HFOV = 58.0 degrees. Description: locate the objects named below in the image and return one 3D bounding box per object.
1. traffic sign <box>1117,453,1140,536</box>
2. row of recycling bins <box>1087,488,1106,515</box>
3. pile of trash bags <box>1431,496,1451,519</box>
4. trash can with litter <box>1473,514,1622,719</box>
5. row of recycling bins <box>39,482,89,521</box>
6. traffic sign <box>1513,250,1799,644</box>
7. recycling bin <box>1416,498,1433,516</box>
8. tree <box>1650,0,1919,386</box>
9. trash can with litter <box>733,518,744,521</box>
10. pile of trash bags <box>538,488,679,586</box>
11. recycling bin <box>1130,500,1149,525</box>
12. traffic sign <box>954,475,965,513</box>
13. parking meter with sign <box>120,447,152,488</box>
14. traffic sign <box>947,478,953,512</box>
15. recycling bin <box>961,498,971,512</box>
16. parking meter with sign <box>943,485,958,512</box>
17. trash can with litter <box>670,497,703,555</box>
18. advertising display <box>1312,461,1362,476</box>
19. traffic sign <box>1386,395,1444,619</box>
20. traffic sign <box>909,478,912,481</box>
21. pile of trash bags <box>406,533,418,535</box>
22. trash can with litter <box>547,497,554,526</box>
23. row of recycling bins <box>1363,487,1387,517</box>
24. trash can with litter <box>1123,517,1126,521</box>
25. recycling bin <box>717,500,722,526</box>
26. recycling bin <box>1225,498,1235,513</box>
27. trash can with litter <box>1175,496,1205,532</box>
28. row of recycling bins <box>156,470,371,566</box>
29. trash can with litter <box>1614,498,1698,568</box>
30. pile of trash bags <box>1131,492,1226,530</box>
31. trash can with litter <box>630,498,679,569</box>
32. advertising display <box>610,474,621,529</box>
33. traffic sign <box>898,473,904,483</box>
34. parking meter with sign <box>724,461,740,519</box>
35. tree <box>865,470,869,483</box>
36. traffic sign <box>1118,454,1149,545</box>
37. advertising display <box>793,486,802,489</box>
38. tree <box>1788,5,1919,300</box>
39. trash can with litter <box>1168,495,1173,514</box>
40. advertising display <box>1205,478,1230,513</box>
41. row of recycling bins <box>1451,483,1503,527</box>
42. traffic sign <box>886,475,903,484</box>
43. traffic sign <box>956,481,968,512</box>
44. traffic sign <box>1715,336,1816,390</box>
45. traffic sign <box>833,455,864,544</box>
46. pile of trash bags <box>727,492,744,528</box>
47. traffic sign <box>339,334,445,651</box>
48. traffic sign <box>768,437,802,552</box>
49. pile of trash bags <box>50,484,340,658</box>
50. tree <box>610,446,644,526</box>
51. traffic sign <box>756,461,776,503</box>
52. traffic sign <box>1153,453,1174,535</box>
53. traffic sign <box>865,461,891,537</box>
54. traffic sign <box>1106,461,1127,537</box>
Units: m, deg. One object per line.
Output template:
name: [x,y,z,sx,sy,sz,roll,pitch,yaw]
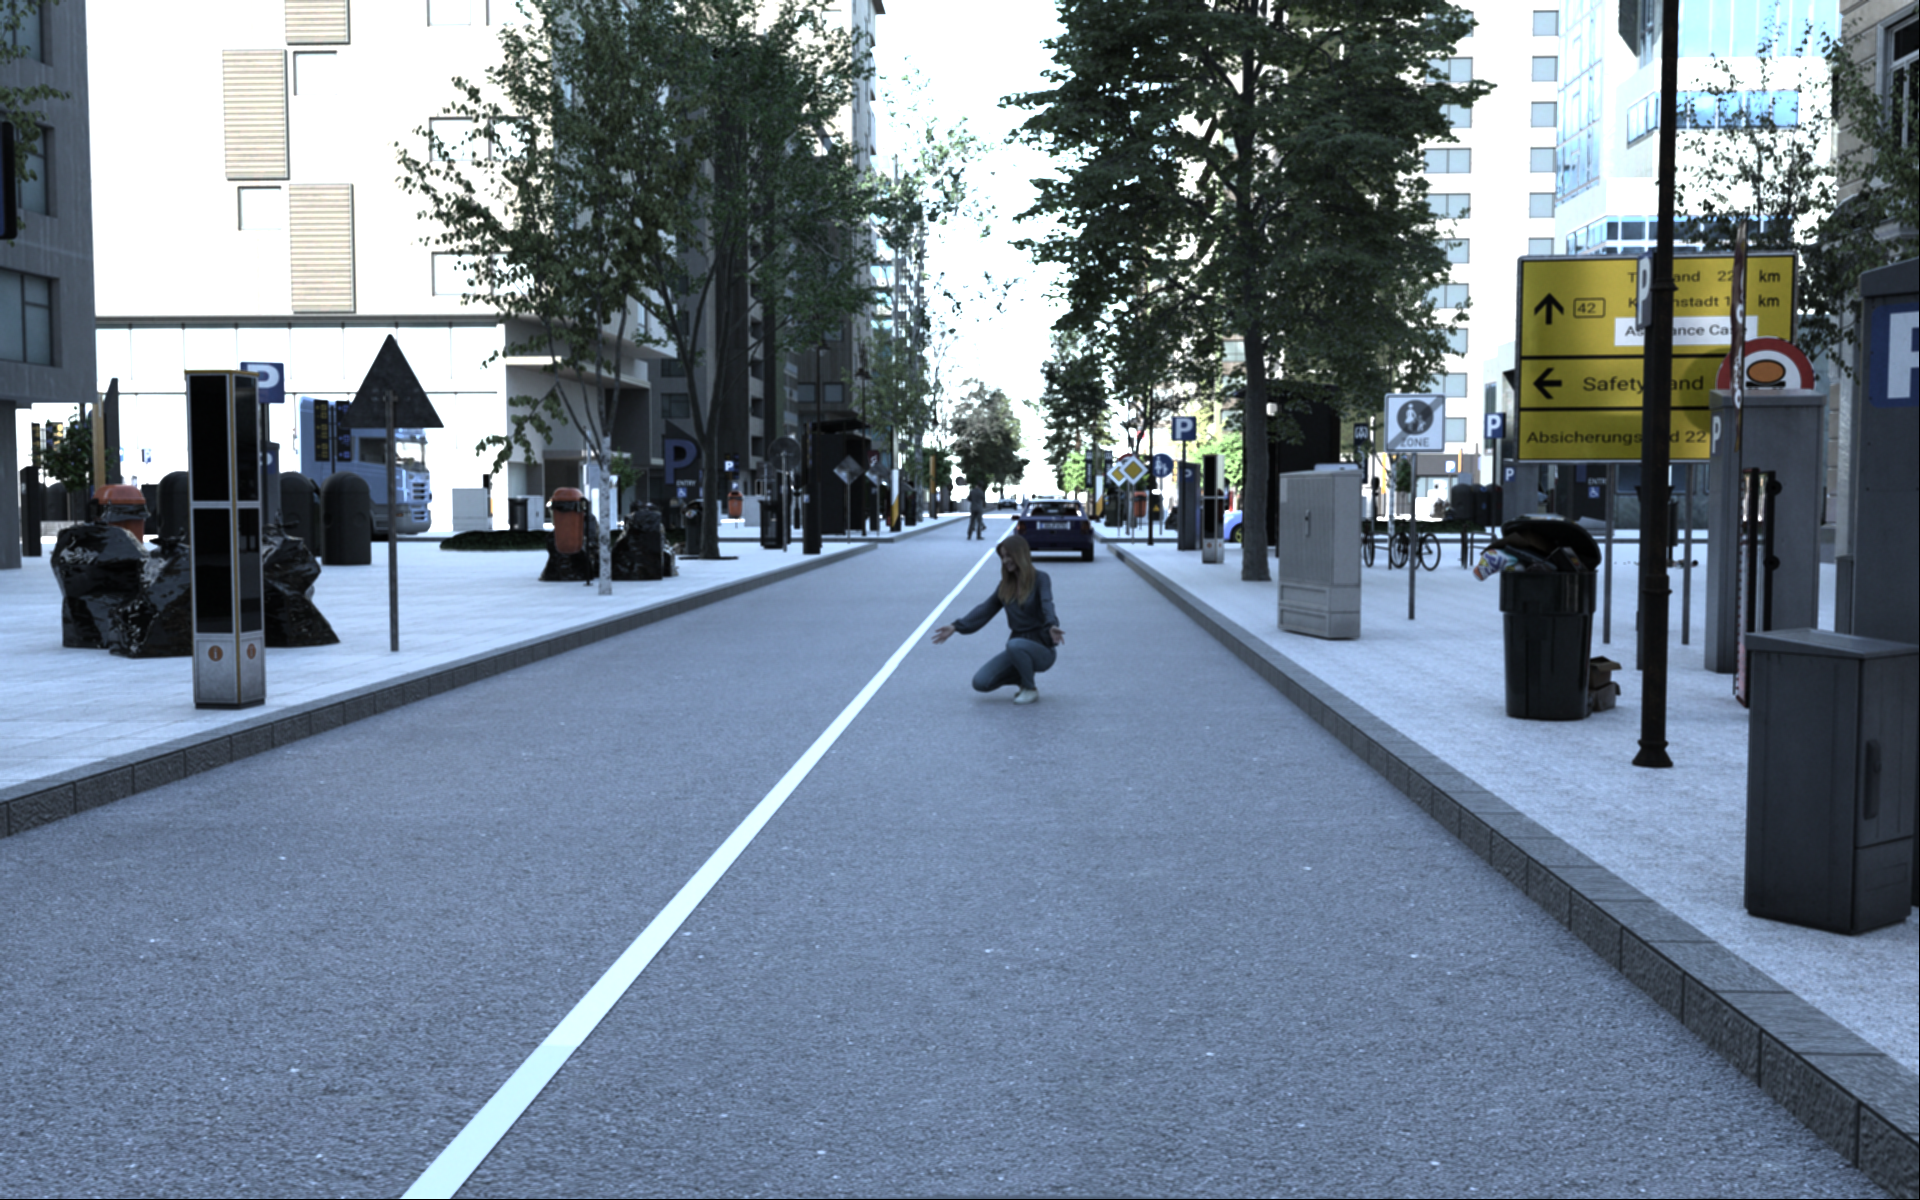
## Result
traffic sign: [5.194,-3.257,53.355,0.768,2.556,0.104,0,4,6]
row of recycling bins: [8.359,-5.927,104.013,1.069,1.692,3.534,1,4,16]
pile of trash bags: [25.237,-4.788,88.032,1.912,1.369,3.447,0,4,0]
trash can with litter: [3.484,0.075,10.166,0.624,1.170,1.055,3,4,37]
row of recycling bins: [-29.649,-3.114,58.029,3.534,1.692,1.069,0,4,6]
traffic sign: [5.873,-1.275,14.722,2.265,3.308,0.079,1,4,9]
recycling bin: [26.783,-5.348,100.000,0.722,1.027,0.722,-2,4,-31]
tree: [12.748,-4.678,26.850,4.360,8.622,3.978,0,3,0]
trash can with litter: [-9.829,-4.343,82.061,2.233,1.210,1.678,-2,4,-26]
pile of trash bags: [-5.370,-0.977,25.719,1.912,1.369,3.447,0,4,4]
recycling bin: [7.434,-3.629,71.896,0.722,1.027,0.722,1,4,13]
traffic sign: [-0.017,-7.216,118.085,0.768,2.556,0.104,1,4,12]
parking meter with sign: [-32.000,-4.299,66.545,1.738,3.016,0.543,0,4,6]
traffic sign: [-0.857,-7.502,122.762,0.768,2.556,0.104,0,4,5]
recycling bin: [0.528,-6.683,121.825,0.722,1.027,0.722,3,5,40]
parking meter with sign: [-1.010,-7.877,125.047,1.738,3.016,0.543,-2,4,-34]
trash can with litter: [-5.724,-1.533,36.447,0.624,1.170,1.055,-3,5,-41]
advertising display: [7.447,-1.777,34.274,0.974,1.923,0.123,2,4,29]
traffic sign: [4.623,-0.950,17.666,0.606,2.300,0.079,0,4,7]
traffic sign: [-2.781,-6.476,105.991,0.768,2.556,0.104,1,4,9]
pile of trash bags: [-18.829,-2.728,54.350,3.447,1.369,1.912,-1,4,-18]
trash can with litter: [-15.706,-3.481,68.309,1.055,1.170,0.624,-3,5,-44]
row of recycling bins: [23.036,-5.484,96.775,1.069,1.692,3.534,0,4,2]
trash can with litter: [7.758,-4.391,83.182,0.624,1.170,1.055,-1,4,-22]
recycling bin: [-10.021,-3.489,69.606,0.722,1.027,0.722,-1,4,-23]
recycling bin: [17.420,-6.112,112.487,0.722,1.027,0.722,3,5,39]
trash can with litter: [7.332,-2.656,54.815,1.055,1.170,0.624,2,4,23]
row of recycling bins: [-12.347,-1.450,30.819,3.534,1.692,1.069,-2,4,-24]
trash can with litter: [12.595,-1.216,30.931,1.678,1.210,2.233,1,4,20]
pile of trash bags: [7.817,-3.190,61.915,3.447,1.369,1.912,0,4,-3]
trash can with litter: [-5.662,-1.094,28.952,2.233,1.210,1.678,-1,4,-23]
advertising display: [-11.446,-3.157,56.837,0.974,1.923,0.123,3,5,44]
traffic sign: [-3.429,-5.713,93.410,0.884,2.594,0.081,1,4,9]
parking meter with sign: [-11.775,-5.727,89.894,0.543,3.016,1.738,-1,4,-22]
tree: [-6.721,-7.689,120.318,1.663,3.219,1.824,0,3,0]
traffic sign: [4.391,-2.465,43.940,0.795,2.450,0.064,0,4,3]
advertising display: [-9.731,-6.096,104.875,0.974,1.923,0.123,1,4,20]
tree: [12.068,-4.262,20.047,4.737,8.622,4.395,0,3,0]
trash can with litter: [14.299,-6.830,122.734,1.678,1.210,2.233,2,4,33]
advertising display: [10.522,-4.011,70.798,0.974,1.923,0.123,1,4,21]
row of recycling bins: [20.696,-3.746,68.366,3.534,1.692,1.069,-2,4,-33]
traffic sign: [-3.339,-5.381,87.983,0.884,2.594,0.081,0,4,6]
traffic sign: [0.151,-7.403,121.037,0.884,2.594,0.081,1,4,9]
traffic sign: [6.511,-0.855,14.087,0.768,2.556,0.104,0,4,8]
traffic sign: [-2.844,-2.487,44.298,0.795,2.450,0.064,0,4,3]
pile of trash bags: [-9.791,-3.358,64.662,3.447,1.369,1.912,0,4,-2]
traffic sign: [-4.618,-0.861,14.076,0.884,2.594,0.081,0,4,6]
traffic sign: [-3.887,-2.343,38.413,0.768,2.556,0.104,1,4,9]
pile of trash bags: [-6.938,-0.332,15.187,1.912,1.369,3.447,-3,5,-43]
tree: [-13.737,-4.578,69.452,1.663,3.219,1.824,0,3,0]
traffic sign: [-6.081,-3.191,54.303,0.606,2.300,0.079,0,4,3]
traffic sign: [6.264,-3.291,53.920,0.768,2.556,0.104,1,4,8]
traffic sign: [-2.471,-2.974,52.274,0.795,2.450,0.064,0,4,3]
traffic sign: [4.764,-2.953,51.917,0.795,2.450,0.064,0,4,3]
